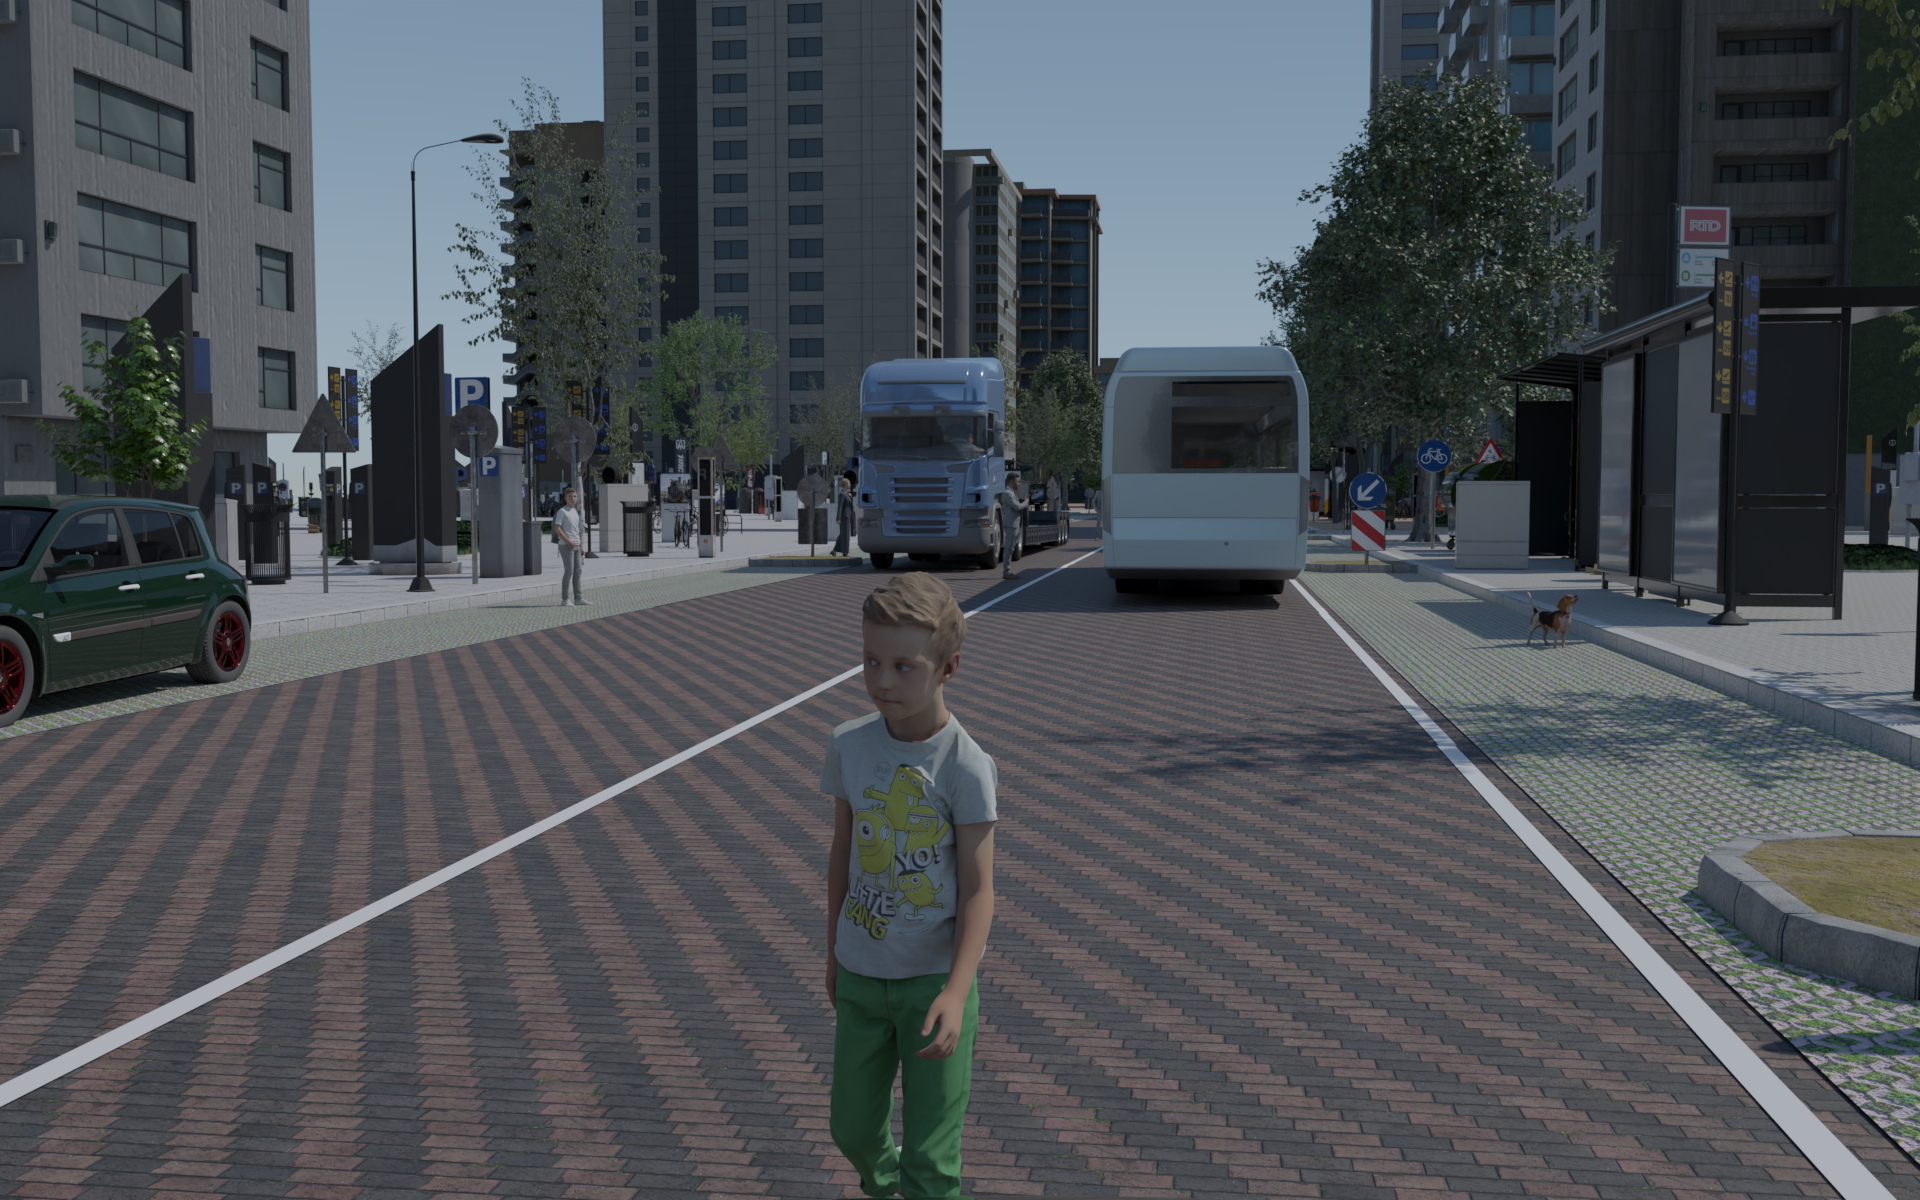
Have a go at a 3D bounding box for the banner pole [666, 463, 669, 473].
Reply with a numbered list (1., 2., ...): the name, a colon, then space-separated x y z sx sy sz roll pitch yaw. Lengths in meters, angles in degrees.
1. banner pole: -23.113 -9.038 137.785 0.863 3.779 0.401 -2 4 -33

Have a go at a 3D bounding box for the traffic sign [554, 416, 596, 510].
1. traffic sign: -6.304 -1.725 28.314 0.768 2.556 0.104 1 4 16

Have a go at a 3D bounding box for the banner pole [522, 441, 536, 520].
1. banner pole: -17.825 -5.027 72.216 0.401 3.779 0.863 -3 4 -39

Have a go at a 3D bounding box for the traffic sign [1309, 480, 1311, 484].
1. traffic sign: 18.750 -5.788 94.645 0.884 2.594 0.081 1 4 10

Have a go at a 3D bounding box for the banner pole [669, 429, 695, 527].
1. banner pole: -10.579 -4.683 66.578 0.863 3.779 0.401 -2 4 -33

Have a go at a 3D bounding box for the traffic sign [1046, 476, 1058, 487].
1. traffic sign: 6.674 -7.680 125.577 0.884 2.594 0.081 1 4 18

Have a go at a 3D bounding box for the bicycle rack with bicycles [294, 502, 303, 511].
1. bicycle rack with bicycles: -50.174 -7.404 134.439 2.925 0.926 2.852 -2 4 -23

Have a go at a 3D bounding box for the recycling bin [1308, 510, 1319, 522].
1. recycling bin: 16.355 -4.210 81.380 0.722 1.027 0.722 -2 4 -27

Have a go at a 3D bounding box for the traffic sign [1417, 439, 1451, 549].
1. traffic sign: 11.031 -2.461 40.346 0.768 2.556 0.104 1 4 16

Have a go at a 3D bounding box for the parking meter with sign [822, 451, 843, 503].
1. parking meter with sign: -4.765 -4.591 71.318 1.738 3.016 0.543 -2 4 -26

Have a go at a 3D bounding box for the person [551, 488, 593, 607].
1. person: -4.939 -0.668 22.025 0.523 1.515 0.503 -1 4 -11

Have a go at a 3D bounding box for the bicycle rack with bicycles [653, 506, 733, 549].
1. bicycle rack with bicycles: -7.148 -1.731 41.683 2.852 0.926 2.925 0 4 0

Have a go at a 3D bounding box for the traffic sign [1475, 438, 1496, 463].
1. traffic sign: 12.281 -2.456 40.154 0.884 2.594 0.081 1 4 14

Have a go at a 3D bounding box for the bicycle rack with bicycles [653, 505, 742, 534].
1. bicycle rack with bicycles: -8.272 -2.592 55.756 2.852 0.926 2.925 -2 4 -34

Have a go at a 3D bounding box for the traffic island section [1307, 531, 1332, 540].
1. traffic island section: 10.687 -2.000 54.979 2.009 0.180 2.903 1 4 8

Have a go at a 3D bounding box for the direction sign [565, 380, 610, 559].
1. direction sign: -7.407 -2.601 34.526 0.876 3.537 0.379 0 4 0

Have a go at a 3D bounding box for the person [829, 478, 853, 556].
1. person: -2.579 -1.776 37.958 0.534 1.772 0.576 -1 4 -15

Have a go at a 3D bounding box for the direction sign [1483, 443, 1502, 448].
1. direction sign: 23.703 -5.207 77.124 0.876 3.537 0.379 1 4 17

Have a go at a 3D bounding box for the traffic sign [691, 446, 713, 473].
1. traffic sign: -6.760 -2.802 45.915 0.768 2.556 0.104 1 4 8

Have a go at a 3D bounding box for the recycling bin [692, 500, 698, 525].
1. recycling bin: -11.407 -3.720 73.371 0.722 1.027 0.722 1 4 18

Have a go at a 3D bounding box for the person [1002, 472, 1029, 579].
1. person: 0.933 -1.259 29.265 0.466 1.800 0.511 0 4 -5

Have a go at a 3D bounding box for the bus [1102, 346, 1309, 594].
1. bus: 3.846 -2.038 28.187 2.948 3.499 13.247 0 4 7

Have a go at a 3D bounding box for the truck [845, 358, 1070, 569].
1. truck: 0.555 -3.082 40.149 2.967 4.110 18.799 1 4 8

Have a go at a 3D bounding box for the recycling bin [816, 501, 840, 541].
1. recycling bin: -3.417 -2.122 47.245 0.722 1.027 0.722 1 4 10

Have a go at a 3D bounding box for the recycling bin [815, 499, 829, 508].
1. recycling bin: -7.502 -4.946 93.417 0.722 1.027 0.722 1 4 22

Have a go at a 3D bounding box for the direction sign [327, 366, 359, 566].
1. direction sign: -11.068 -2.395 31.158 0.379 3.537 0.876 1 4 14

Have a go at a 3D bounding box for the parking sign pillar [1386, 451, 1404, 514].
1. parking sign pillar: 26.910 -7.277 107.452 1.447 3.967 1.447 -3 4 -37

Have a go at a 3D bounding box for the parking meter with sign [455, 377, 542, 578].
1. parking meter with sign: -7.051 -1.860 26.675 0.543 3.016 1.738 1 4 15

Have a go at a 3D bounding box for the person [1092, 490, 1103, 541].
1. person: 4.415 -2.742 53.433 0.635 1.810 0.391 -1 4 -15

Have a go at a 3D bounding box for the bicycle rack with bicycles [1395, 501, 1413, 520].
1. bicycle rack with bicycles: 22.241 -4.515 87.205 2.852 0.926 2.925 0 4 0

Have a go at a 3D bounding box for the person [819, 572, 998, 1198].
1. person: -0.088 0.599 2.954 0.306 1.304 0.590 0 4 2

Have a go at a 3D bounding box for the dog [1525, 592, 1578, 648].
1. dog: 5.520 0.190 16.174 0.540 0.507 0.406 2 4 30

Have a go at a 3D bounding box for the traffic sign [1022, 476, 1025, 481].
1. traffic sign: 3.780 -6.630 108.411 0.884 2.594 0.081 1 4 17

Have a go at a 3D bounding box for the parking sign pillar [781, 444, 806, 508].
1. parking sign pillar: -8.898 -6.378 92.757 1.447 3.967 1.447 1 4 13

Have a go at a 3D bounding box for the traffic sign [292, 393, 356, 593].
1. traffic sign: -8.222 -1.369 22.382 0.884 2.594 0.081 1 4 9

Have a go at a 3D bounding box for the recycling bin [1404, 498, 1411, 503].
1. recycling bin: 29.776 -6.343 116.257 0.722 1.027 0.722 -1 4 -12

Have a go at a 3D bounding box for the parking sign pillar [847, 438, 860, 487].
1. parking sign pillar: -4.490 -5.465 77.831 1.447 3.967 1.447 3 5 43

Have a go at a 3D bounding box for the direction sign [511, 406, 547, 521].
1. direction sign: -11.168 -3.238 44.933 0.876 3.537 0.379 -1 4 -23

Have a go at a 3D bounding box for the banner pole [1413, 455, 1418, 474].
1. banner pole: 29.553 -7.480 112.319 0.863 3.779 0.401 -2 4 -35

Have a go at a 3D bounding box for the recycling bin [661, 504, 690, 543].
1. recycling bin: -7.592 -2.054 46.130 0.722 1.027 0.722 -1 4 -11

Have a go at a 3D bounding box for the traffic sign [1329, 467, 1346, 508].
1. traffic sign: 17.605 -4.933 80.760 0.768 2.556 0.104 1 4 13

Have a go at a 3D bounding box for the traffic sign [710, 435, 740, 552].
1. traffic sign: -5.279 -2.342 38.290 0.884 2.594 0.081 1 4 16

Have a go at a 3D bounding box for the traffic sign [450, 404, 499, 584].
1. traffic sign: -6.901 -1.496 24.574 0.768 2.556 0.104 1 4 15

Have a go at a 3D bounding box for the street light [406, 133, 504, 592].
1. street light: -6.560 -3.057 22.529 1.470 5.913 1.316 1 4 8

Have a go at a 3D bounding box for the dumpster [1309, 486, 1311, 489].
1. dumpster: 18.056 -5.280 92.087 1.264 1.857 1.865 0 4 8

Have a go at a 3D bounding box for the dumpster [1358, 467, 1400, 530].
1. dumpster: 15.039 -3.677 62.609 1.502 2.255 1.985 0 4 8
